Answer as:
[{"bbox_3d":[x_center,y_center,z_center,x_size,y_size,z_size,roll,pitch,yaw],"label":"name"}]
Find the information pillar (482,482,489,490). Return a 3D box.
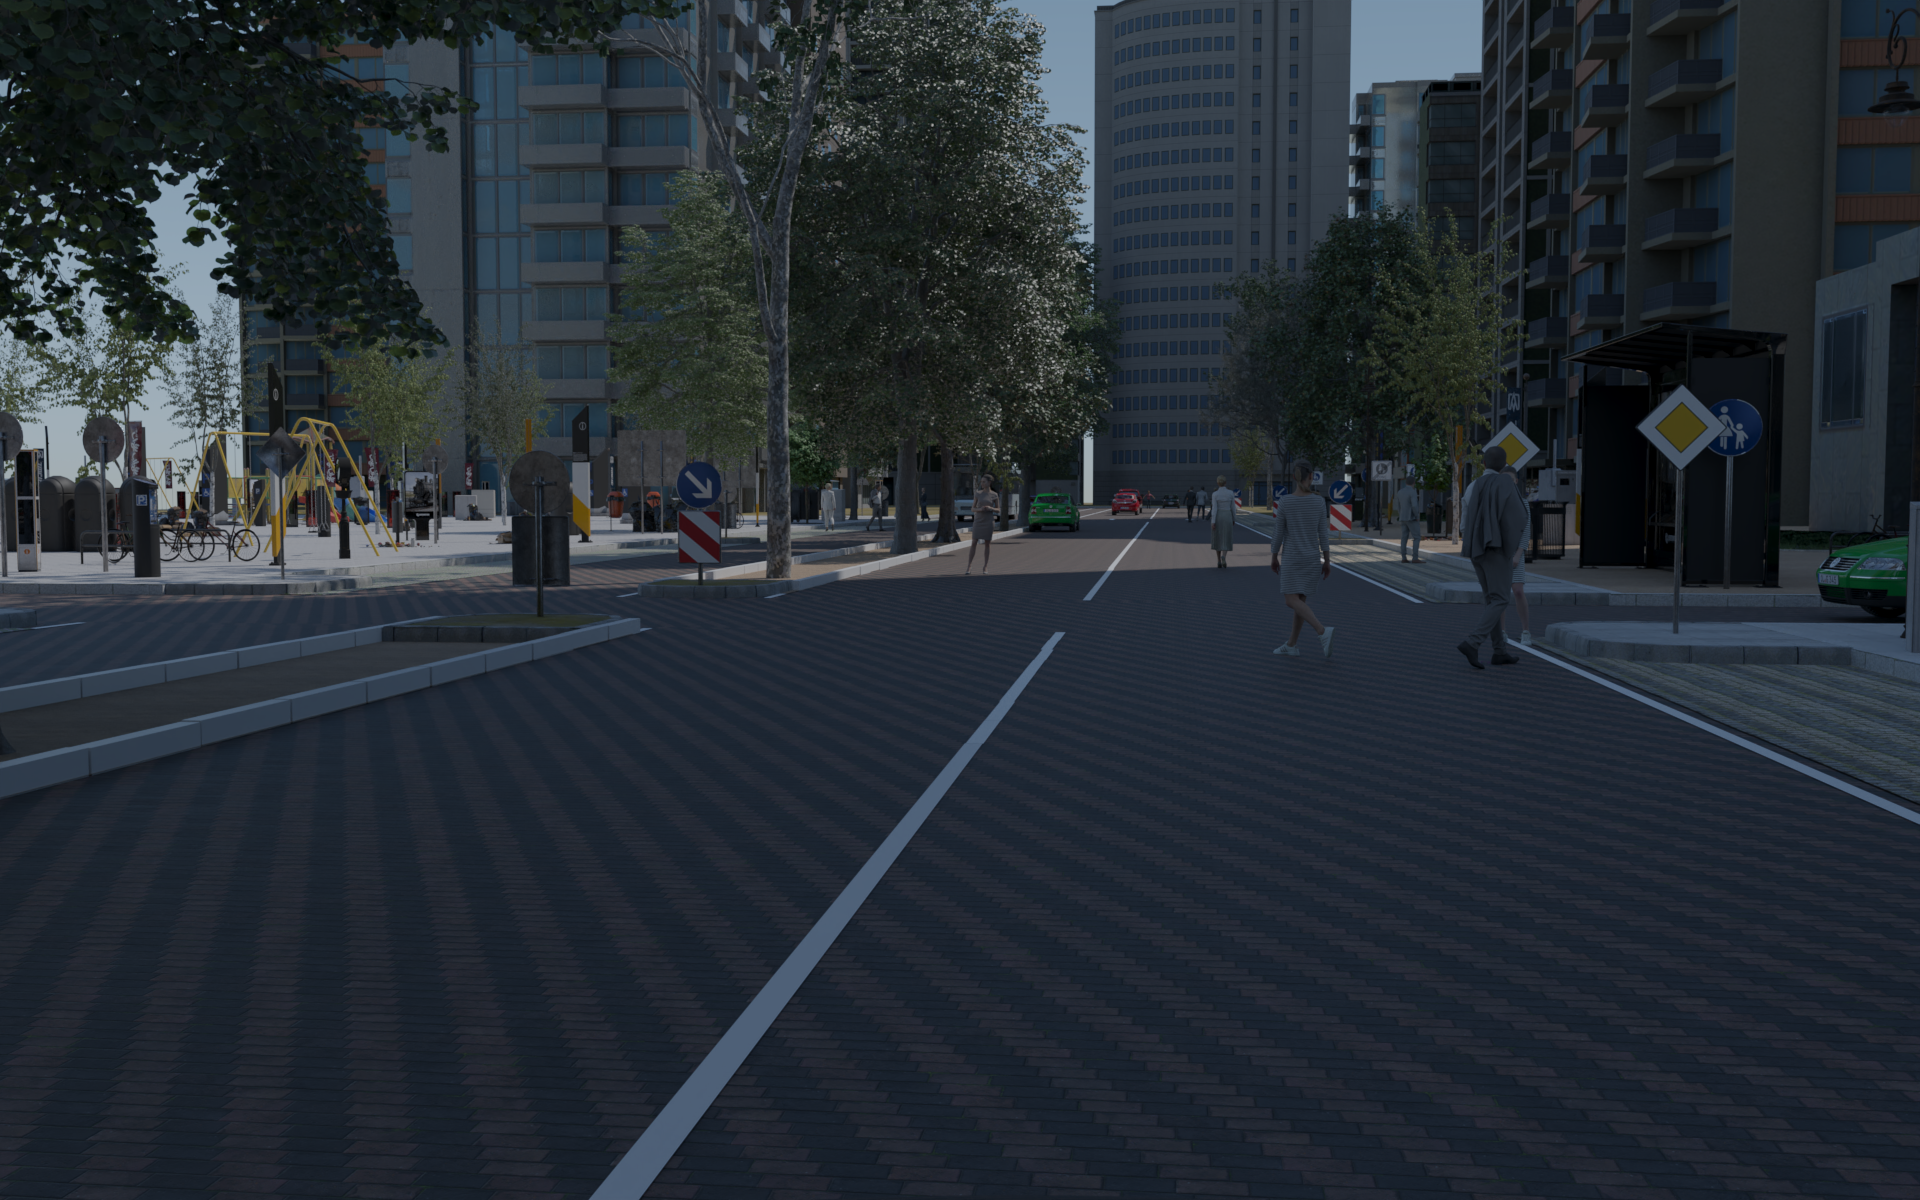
[{"bbox_3d":[-28.020,-5.985,102.345,0.304,2.012,0.304,3,5,39],"label":"information pillar"}]

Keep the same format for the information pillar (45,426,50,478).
[{"bbox_3d":[-31.155,-4.147,59.160,0.183,3.616,0.504,-2,4,-30],"label":"information pillar"}]

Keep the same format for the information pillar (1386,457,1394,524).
[{"bbox_3d":[18.241,-5.015,73.346,0.183,3.616,0.504,2,4,28],"label":"information pillar"}]

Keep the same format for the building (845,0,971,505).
[{"bbox_3d":[-10.008,-46.921,205.404,20.611,71.187,20.563,0,4,7],"label":"building"}]

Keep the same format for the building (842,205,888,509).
[{"bbox_3d":[-14.145,-23.772,160.376,14.107,30.474,14.160,0,4,7],"label":"building"}]

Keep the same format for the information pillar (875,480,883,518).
[{"bbox_3d":[-4.382,-5.458,93.738,0.304,2.012,0.304,1,4,20],"label":"information pillar"}]

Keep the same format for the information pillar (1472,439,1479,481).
[{"bbox_3d":[21.817,-5.016,73.361,0.183,3.616,0.504,-1,4,-10],"label":"information pillar"}]

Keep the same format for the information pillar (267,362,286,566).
[{"bbox_3d":[-12.264,-2.431,31.097,0.183,3.616,0.504,0,4,0],"label":"information pillar"}]

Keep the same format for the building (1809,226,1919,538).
[{"bbox_3d":[38.529,-44.380,38.292,31.000,86.520,22.319,0,4,7],"label":"building"}]

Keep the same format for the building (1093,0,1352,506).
[{"bbox_3d":[29.767,-40.318,201.190,28.212,58.520,21.231,0,4,7],"label":"building"}]

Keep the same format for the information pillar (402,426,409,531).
[{"bbox_3d":[-19.093,-4.174,59.600,0.183,3.616,0.504,-2,4,-24],"label":"information pillar"}]

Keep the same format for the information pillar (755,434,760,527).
[{"bbox_3d":[-7.926,-4.671,67.727,0.183,3.616,0.504,0,4,-5],"label":"information pillar"}]

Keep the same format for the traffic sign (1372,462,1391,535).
[{"bbox_3d":[13.023,-3.144,53.536,0.606,2.300,0.079,1,4,8],"label":"traffic sign"}]

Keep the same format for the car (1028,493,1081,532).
[{"bbox_3d":[3.663,-3.544,66.744,1.959,1.807,4.718,0,4,7],"label":"car"}]

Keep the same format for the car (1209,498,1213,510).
[{"bbox_3d":[23.327,-8.905,155.380,2.009,1.686,4.222,1,4,8],"label":"car"}]

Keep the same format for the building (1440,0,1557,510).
[{"bbox_3d":[41.831,-40.792,105.200,20.563,71.187,20.611,0,4,7],"label":"building"}]

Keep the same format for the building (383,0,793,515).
[{"bbox_3d":[-24.188,-30.505,118.366,23.786,49.044,30.456,0,4,7],"label":"building"}]

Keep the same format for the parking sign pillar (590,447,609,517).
[{"bbox_3d":[-20.791,-6.798,99.616,1.447,3.967,1.447,2,4,30],"label":"parking sign pillar"}]

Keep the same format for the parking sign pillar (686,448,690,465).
[{"bbox_3d":[-15.954,-6.891,101.144,1.447,3.967,1.447,-1,4,-10],"label":"parking sign pillar"}]

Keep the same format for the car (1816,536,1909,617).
[{"bbox_3d":[12.112,-0.642,19.293,4.718,1.807,1.959,0,4,5],"label":"car"}]

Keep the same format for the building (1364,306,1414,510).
[{"bbox_3d":[49.709,-18.386,145.652,27.650,21.520,28.899,0,4,7],"label":"building"}]

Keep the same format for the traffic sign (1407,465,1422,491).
[{"bbox_3d":[15.703,-3.523,59.733,0.606,2.300,0.079,1,4,16],"label":"traffic sign"}]

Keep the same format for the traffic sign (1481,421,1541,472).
[{"bbox_3d":[7.542,-1.232,23.794,0.795,2.450,0.064,0,4,7],"label":"traffic sign"}]

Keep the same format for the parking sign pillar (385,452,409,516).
[{"bbox_3d":[-33.205,-6.960,102.273,1.447,3.967,1.447,-1,4,-19],"label":"parking sign pillar"}]

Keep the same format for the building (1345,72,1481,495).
[{"bbox_3d":[59.084,-35.472,199.572,30.456,49.044,23.786,0,4,7],"label":"building"}]

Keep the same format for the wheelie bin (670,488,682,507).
[{"bbox_3d":[-14.839,-5.106,91.389,0.980,1.594,0.693,1,4,12],"label":"wheelie bin"}]

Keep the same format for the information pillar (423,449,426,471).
[{"bbox_3d":[-28.198,-6.108,91.221,0.183,3.616,0.504,-1,4,-9],"label":"information pillar"}]

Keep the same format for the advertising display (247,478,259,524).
[{"bbox_3d":[-29.145,-4.050,71.437,0.123,1.923,0.974,0,4,0],"label":"advertising display"}]

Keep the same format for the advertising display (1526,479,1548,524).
[{"bbox_3d":[24.576,-4.199,73.859,0.974,1.923,0.123,3,4,37],"label":"advertising display"}]

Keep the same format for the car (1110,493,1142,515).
[{"bbox_3d":[11.263,-6.646,117.698,2.155,1.783,4.494,0,4,7],"label":"car"}]

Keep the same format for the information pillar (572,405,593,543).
[{"bbox_3d":[-9.968,-3.319,45.627,0.504,3.616,0.183,1,4,19],"label":"information pillar"}]

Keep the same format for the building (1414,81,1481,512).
[{"bbox_3d":[39.638,-21.557,124.162,14.160,30.474,14.107,0,4,7],"label":"building"}]

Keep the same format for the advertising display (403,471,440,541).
[{"bbox_3d":[-14.908,-2.614,47.960,0.974,1.923,0.123,-2,4,-34],"label":"advertising display"}]

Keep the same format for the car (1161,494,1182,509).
[{"bbox_3d":[20.774,-9.818,170.308,2.009,1.686,4.222,0,4,7],"label":"car"}]

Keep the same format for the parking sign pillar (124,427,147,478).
[{"bbox_3d":[-32.750,-4.913,68.800,1.447,3.967,1.447,0,4,-6],"label":"parking sign pillar"}]

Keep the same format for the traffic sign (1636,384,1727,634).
[{"bbox_3d":[6.579,-0.748,15.867,0.795,2.450,0.064,0,4,7],"label":"traffic sign"}]

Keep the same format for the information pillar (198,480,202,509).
[{"bbox_3d":[-39.538,-5.257,90.440,0.304,2.012,0.304,0,4,6],"label":"information pillar"}]

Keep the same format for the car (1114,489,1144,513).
[{"bbox_3d":[12.899,-7.566,132.374,2.281,1.827,5.304,0,4,5],"label":"car"}]

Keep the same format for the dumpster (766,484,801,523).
[{"bbox_3d":[-7.958,-4.426,78.121,1.264,1.857,1.865,0,4,7],"label":"dumpster"}]

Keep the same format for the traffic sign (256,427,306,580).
[{"bbox_3d":[-10.170,-1.365,25.957,0.795,2.450,0.064,0,4,7],"label":"traffic sign"}]

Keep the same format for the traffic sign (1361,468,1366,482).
[{"bbox_3d":[19.192,-4.958,81.161,0.768,2.556,0.104,1,4,11],"label":"traffic sign"}]

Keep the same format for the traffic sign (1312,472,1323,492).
[{"bbox_3d":[16.116,-4.668,78.449,0.606,2.300,0.079,1,4,12],"label":"traffic sign"}]

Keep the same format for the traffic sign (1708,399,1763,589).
[{"bbox_3d":[10.351,-1.419,23.308,0.768,2.556,0.104,1,4,15],"label":"traffic sign"}]

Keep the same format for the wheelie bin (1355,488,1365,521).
[{"bbox_3d":[19.088,-4.622,83.486,0.980,1.594,0.693,0,4,5],"label":"wheelie bin"}]

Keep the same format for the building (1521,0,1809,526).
[{"bbox_3d":[39.114,-26.053,80.585,22.147,44.769,28.867,0,4,7],"label":"building"}]

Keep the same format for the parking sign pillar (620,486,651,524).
[{"bbox_3d":[-14.035,-5.295,75.045,1.447,3.967,1.447,3,4,38],"label":"parking sign pillar"}]

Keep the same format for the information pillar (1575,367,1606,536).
[{"bbox_3d":[11.574,-2.471,31.759,0.504,3.616,0.183,1,4,11],"label":"information pillar"}]

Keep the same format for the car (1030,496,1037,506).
[{"bbox_3d":[5.221,-6.441,117.897,1.945,1.354,3.894,1,4,8],"label":"car"}]

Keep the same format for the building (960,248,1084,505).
[{"bbox_3d":[7.345,-26.351,202.532,14.107,30.474,14.160,0,4,7],"label":"building"}]

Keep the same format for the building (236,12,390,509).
[{"bbox_3d":[-50.193,-30.904,159.902,28.867,44.769,22.147,0,4,7],"label":"building"}]

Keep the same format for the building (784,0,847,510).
[{"bbox_3d":[-17.301,-29.968,140.095,14.600,45.320,14.200,0,4,7],"label":"building"}]

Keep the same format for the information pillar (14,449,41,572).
[{"bbox_3d":[-15.362,-1.471,28.537,0.304,2.012,0.304,-1,4,-17],"label":"information pillar"}]

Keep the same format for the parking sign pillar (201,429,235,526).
[{"bbox_3d":[-30.629,-5.057,71.149,1.447,3.967,1.447,0,4,6],"label":"parking sign pillar"}]

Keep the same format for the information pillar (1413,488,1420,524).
[{"bbox_3d":[19.140,-4.180,72.829,0.304,2.012,0.304,-1,4,-9],"label":"information pillar"}]
